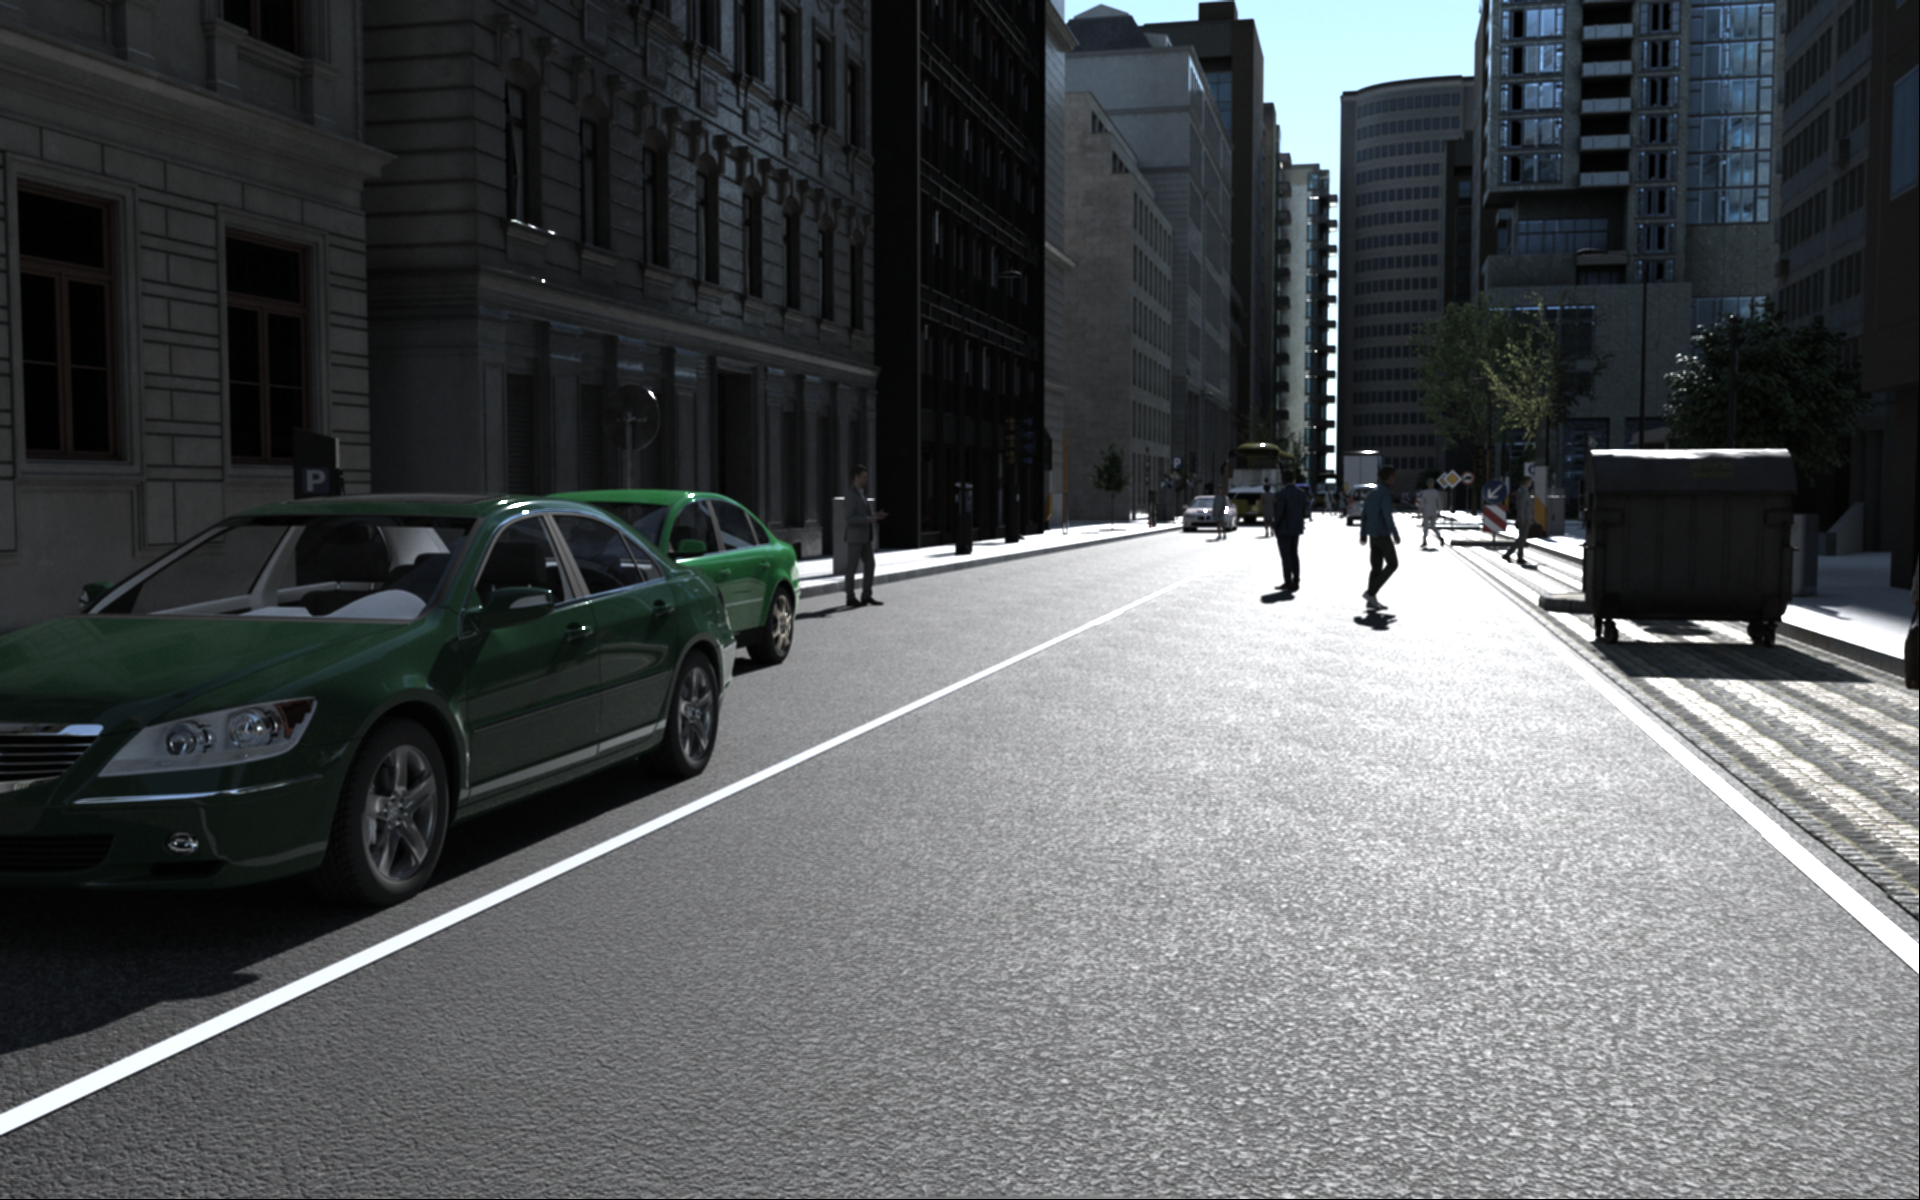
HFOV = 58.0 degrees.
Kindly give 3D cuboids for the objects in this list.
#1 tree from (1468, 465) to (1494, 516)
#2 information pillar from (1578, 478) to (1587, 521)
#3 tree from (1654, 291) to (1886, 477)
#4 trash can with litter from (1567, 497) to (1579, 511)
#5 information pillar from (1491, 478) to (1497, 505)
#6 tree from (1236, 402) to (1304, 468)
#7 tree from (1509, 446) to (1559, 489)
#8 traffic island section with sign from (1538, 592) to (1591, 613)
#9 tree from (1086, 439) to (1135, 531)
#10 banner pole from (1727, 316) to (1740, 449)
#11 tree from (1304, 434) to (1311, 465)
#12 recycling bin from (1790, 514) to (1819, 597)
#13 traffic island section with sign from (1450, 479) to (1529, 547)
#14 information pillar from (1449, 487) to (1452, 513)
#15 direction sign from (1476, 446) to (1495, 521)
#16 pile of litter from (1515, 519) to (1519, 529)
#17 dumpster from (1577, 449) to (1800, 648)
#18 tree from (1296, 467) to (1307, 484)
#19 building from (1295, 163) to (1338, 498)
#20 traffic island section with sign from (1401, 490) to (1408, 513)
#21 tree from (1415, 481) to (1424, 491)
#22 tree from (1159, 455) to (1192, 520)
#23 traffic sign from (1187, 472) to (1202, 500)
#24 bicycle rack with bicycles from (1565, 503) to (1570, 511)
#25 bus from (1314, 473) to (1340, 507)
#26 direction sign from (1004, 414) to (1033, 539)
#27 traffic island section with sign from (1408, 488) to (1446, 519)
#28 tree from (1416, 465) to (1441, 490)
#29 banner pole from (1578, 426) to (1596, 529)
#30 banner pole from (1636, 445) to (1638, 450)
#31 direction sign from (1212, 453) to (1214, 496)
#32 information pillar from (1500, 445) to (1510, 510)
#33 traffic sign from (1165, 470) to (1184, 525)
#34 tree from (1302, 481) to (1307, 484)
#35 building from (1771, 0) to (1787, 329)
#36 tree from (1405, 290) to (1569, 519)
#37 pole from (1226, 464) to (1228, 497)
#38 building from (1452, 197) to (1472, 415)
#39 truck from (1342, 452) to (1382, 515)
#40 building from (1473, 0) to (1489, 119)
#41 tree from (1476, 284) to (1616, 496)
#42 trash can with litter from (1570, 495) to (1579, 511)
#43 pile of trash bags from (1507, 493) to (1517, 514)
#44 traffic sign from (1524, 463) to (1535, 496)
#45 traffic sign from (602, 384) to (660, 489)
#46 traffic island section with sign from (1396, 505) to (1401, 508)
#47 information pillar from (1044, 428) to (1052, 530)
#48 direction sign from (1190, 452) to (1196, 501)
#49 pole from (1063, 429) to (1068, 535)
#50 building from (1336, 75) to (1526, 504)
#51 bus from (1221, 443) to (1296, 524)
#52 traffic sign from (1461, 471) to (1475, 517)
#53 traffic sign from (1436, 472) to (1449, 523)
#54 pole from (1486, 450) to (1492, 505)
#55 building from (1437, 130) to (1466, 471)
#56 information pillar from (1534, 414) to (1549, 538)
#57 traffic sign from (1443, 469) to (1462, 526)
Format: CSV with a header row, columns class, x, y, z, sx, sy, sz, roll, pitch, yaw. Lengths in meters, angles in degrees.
class,x,y,z,sx,sy,sz,roll,pitch,yaw
tree,30.468,-6.524,101.262,1.663,3.219,1.824,0,3,0
information pillar,29.186,-4.692,81.202,0.304,2.012,0.304,2,4,27
tree,13.085,-2.718,28.154,4.285,4.588,4.351,0,3,0
trash can with litter,36.037,-5.528,101.772,1.055,1.170,0.624,0,4,7
information pillar,24.618,-4.623,80.081,0.304,2.012,0.304,-1,4,-10
tree,23.801,-11.327,135.552,4.737,8.622,4.395,0,3,0
tree,38.644,-8.144,116.867,4.285,4.588,4.351,0,3,0
traffic island section with sign,8.241,-0.780,21.385,1.989,1.847,2.006,1,4,13
tree,5.452,-4.043,60.710,1.663,3.219,1.824,0,3,0
banner pole,10.981,-2.117,24.630,0.401,3.779,0.863,2,4,32
tree,37.235,-14.889,193.799,4.737,8.622,4.395,0,3,0
recycling bin,10.434,-0.578,22.012,0.722,1.027,0.722,3,5,40
traffic island section with sign,14.537,-2.385,47.625,1.989,1.847,2.006,1,4,13
information pillar,34.075,-7.056,119.856,0.304,2.012,0.304,0,4,2
direction sign,24.765,-5.487,81.711,0.876,3.537,0.379,2,4,32
pile of litter,20.885,-3.014,63.251,1.719,0.858,1.176,-3,5,-43
dumpster,6.980,-0.519,16.708,1.865,1.857,1.264,1,4,15
tree,34.666,-12.093,181.434,4.285,4.588,4.351,0,3,0
building,38.815,-38.569,250.215,30.456,49.044,23.786,1,4,13
traffic island section with sign,33.932,-7.324,128.376,1.989,1.847,2.006,1,4,13
tree,56.266,-13.318,212.351,1.663,3.219,1.824,0,3,0
tree,10.721,-5.609,86.308,1.663,3.219,1.824,0,3,0
traffic sign,10.847,-4.688,80.293,0.795,2.450,0.064,1,4,13
bicycle rack with bicycles,37.101,-5.634,105.500,2.852,0.926,2.925,0,4,-5
bus,42.855,-12.873,202.020,2.896,3.916,12.252,1,4,13
direction sign,1.666,-3.497,49.178,0.876,3.537,0.379,-1,4,-20
traffic island section with sign,27.513,-5.690,101.658,1.989,1.847,2.006,1,4,13
tree,53.406,-13.005,196.347,4.285,4.588,4.351,0,3,0
banner pole,23.284,-4.535,64.166,0.863,3.779,0.401,-2,4,-34
banner pole,30.415,-5.323,77.054,0.401,3.779,0.863,-3,5,-39
direction sign,13.843,-6.287,94.796,0.379,3.537,0.876,0,4,6
information pillar,26.079,-5.600,82.907,0.504,3.616,0.183,-2,4,-28
traffic sign,8.982,-4.213,72.528,0.795,2.450,0.064,1,4,13
tree,43.724,-13.883,221.581,1.663,3.219,1.824,0,3,0
building,88.608,-46.805,203.509,20.611,71.187,20.563,1,4,13
tree,27.217,-10.020,89.590,9.928,11.665,9.643,0,3,0
pole,18.396,-7.673,119.302,0.158,3.312,0.155,0,3,0
building,55.347,-24.311,169.189,14.160,30.474,14.107,1,4,13
truck,28.138,-8.073,120.908,2.839,4.237,11.283,1,4,15
building,53.044,-30.833,154.234,14.600,45.320,14.200,1,4,13
tree,20.601,-6.744,60.632,4.360,8.622,3.978,0,3,0
trash can with litter,30.713,-4.684,87.636,2.233,1.210,1.678,1,4,20
pile of trash bags,33.965,-5.839,105.227,1.912,1.369,3.447,0,4,4
traffic sign,18.236,-3.239,55.085,0.606,2.300,0.079,1,4,18
traffic sign,-3.834,-1.225,20.129,0.768,2.556,0.104,1,4,21
traffic island section with sign,45.537,-10.279,176.688,1.989,1.847,2.006,1,4,13
information pillar,3.090,-4.268,61.139,0.183,3.616,0.504,-2,4,-24
direction sign,12.591,-6.216,93.633,0.379,3.537,0.876,2,4,29
pole,3.321,-3.710,54.504,0.158,3.312,0.155,0,3,0
building,67.156,-42.780,241.457,28.212,58.520,21.231,1,4,13
bus,15.187,-5.837,86.990,2.896,3.916,12.252,1,4,15
traffic sign,28.237,-5.889,96.398,0.768,2.556,0.104,1,4,17
traffic sign,21.728,-4.528,77.668,0.795,2.450,0.064,1,4,13
pole,24.367,-5.254,79.743,0.158,3.312,0.155,0,3,0
building,66.248,-34.397,212.503,14.600,45.320,14.200,1,4,13
information pillar,17.201,-3.661,51.218,0.183,3.616,0.504,-2,4,-24
traffic sign,19.863,-4.053,69.903,0.795,2.450,0.064,1,4,13
